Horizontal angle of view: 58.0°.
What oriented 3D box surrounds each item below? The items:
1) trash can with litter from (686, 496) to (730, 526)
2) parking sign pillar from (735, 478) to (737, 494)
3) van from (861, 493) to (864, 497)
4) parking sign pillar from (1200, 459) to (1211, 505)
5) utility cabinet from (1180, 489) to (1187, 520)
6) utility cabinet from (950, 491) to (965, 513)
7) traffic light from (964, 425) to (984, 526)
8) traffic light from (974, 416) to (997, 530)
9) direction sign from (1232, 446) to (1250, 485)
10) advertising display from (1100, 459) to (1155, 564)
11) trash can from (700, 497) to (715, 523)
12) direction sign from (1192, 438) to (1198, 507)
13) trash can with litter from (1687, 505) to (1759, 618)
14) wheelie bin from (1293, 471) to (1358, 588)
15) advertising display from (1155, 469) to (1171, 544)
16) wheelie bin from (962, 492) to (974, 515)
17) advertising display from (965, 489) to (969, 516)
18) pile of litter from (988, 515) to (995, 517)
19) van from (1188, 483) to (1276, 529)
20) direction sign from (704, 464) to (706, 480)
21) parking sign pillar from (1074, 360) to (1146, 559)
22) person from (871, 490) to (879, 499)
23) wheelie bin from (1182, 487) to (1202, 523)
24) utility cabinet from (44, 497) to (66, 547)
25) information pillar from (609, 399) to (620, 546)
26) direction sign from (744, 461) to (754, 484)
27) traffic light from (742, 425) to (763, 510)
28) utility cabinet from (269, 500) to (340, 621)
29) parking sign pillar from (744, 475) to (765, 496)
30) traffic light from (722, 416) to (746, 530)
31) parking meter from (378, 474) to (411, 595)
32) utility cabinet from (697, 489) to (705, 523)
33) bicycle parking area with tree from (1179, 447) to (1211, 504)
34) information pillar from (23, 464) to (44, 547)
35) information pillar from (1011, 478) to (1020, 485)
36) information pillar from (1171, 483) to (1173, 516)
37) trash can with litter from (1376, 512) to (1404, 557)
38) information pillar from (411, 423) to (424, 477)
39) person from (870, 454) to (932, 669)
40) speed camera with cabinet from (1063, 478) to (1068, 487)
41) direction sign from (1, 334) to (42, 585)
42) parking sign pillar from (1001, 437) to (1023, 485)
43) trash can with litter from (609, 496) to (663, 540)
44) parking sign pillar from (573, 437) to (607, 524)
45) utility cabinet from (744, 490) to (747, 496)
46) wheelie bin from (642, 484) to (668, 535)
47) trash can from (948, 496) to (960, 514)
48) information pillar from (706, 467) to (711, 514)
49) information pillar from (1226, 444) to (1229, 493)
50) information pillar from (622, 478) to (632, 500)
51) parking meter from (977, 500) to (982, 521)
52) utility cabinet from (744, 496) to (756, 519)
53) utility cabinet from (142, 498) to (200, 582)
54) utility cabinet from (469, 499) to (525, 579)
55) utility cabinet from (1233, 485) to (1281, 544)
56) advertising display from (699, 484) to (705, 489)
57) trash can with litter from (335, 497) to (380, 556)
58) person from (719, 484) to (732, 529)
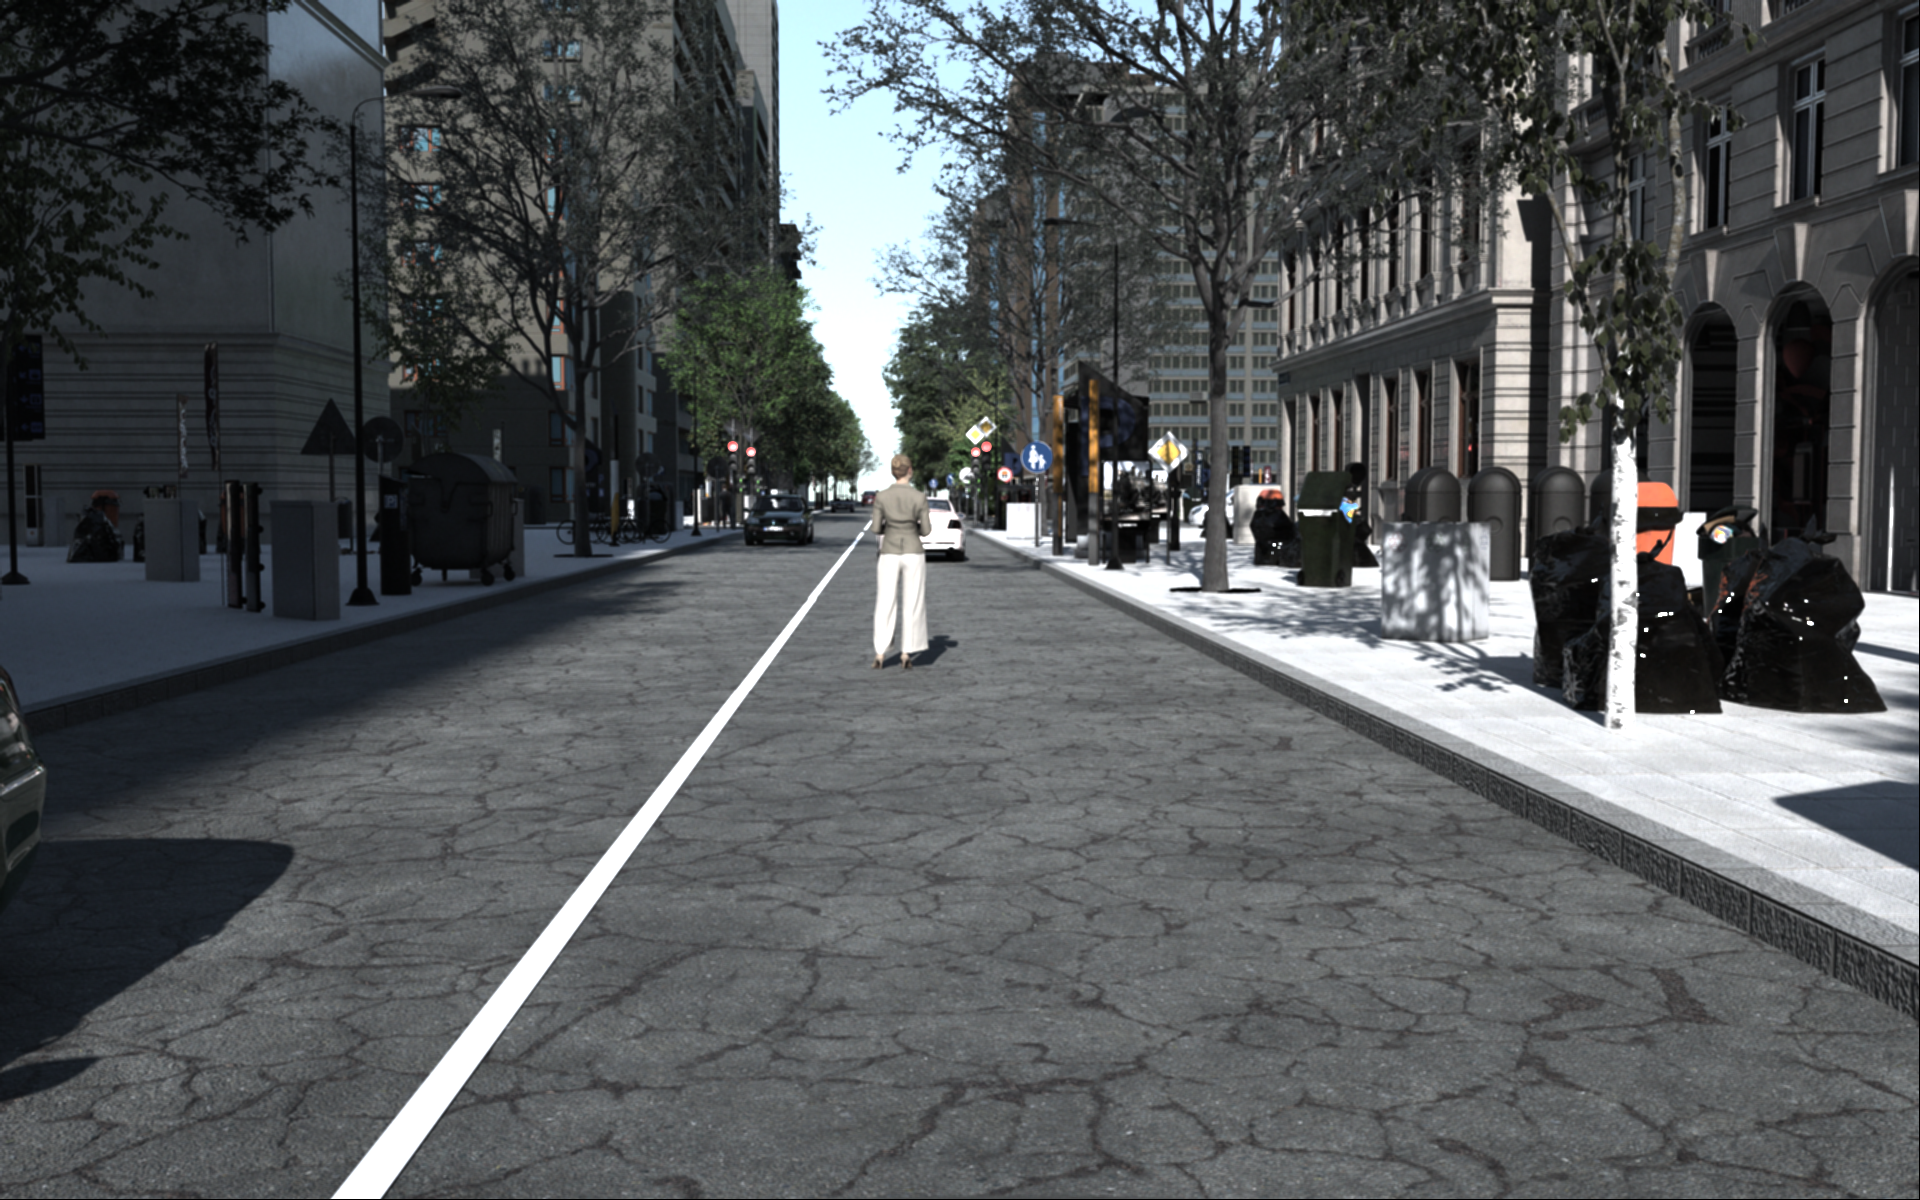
[{"bbox_3d":[-10.439,-3.788,72.985,2.233,1.210,1.678,0,4,-1],"label":"trash can with litter"},{"bbox_3d":[-18.212,-9.496,143.724,1.447,3.967,1.447,1,4,19],"label":"parking sign pillar"},{"bbox_3d":[-11.564,-13.015,219.812,2.013,2.044,4.112,0,4,-2],"label":"van"},{"bbox_3d":[18.943,-8.810,132.511,1.447,3.967,1.447,-2,4,-32],"label":"parking sign pillar"},{"bbox_3d":[10.971,-4.564,83.296,0.318,1.500,1.173,2,4,32],"label":"utility cabinet"},{"bbox_3d":[-0.088,-6.622,116.956,1.173,1.500,0.318,1,4,15],"label":"utility cabinet"},{"bbox_3d":[0.607,-4.981,70.355,0.839,4.253,0.868,0,4,-2],"label":"traffic light"},{"bbox_3d":[0.920,-4.493,62.376,0.839,4.253,0.868,0,4,-2],"label":"traffic light"},{"bbox_3d":[13.200,-5.470,81.438,0.876,3.537,0.379,2,4,24],"label":"direction sign"},{"bbox_3d":[3.058,-1.631,31.887,0.974,1.923,0.123,-1,4,-14],"label":"advertising display"},{"bbox_3d":[-10.811,-3.840,74.440,0.748,1.137,0.748,0,3,0],"label":"trash can"},{"bbox_3d":[9.593,-4.816,70.736,0.379,3.537,0.876,1,4,20],"label":"direction sign"},{"bbox_3d":[7.776,-0.404,17.999,0.624,1.170,1.055,-1,4,-15],"label":"trash can with litter"},{"bbox_3d":[5.069,-0.984,23.995,0.980,1.594,0.693,3,4,38],"label":"wheelie bin"},{"bbox_3d":[4.980,-2.428,44.905,0.974,1.923,0.123,0,4,-1],"label":"advertising display"},{"bbox_3d":[0.560,-6.061,107.006,0.693,1.594,0.980,2,4,25],"label":"wheelie bin"},{"bbox_3d":[0.390,-6.000,103.306,0.123,1.923,0.974,0,4,-7],"label":"advertising display"},{"bbox_3d":[1.813,-5.172,98.522,1.176,0.858,1.719,-2,4,-24],"label":"pile of litter"},{"bbox_3d":[10.829,-3.636,66.456,4.112,2.044,2.013,0,4,-1],"label":"van"},{"bbox_3d":[-16.071,-7.210,109.885,0.379,3.537,0.876,-2,4,-27],"label":"direction sign"},{"bbox_3d":[2.999,-2.818,34.543,1.447,3.967,1.447,0,4,7],"label":"parking sign pillar"},{"bbox_3d":[-8.493,-10.373,177.726,1.348,1.869,0.705,-3,4,-36],"label":"person"},{"bbox_3d":[10.377,-4.276,77.828,0.980,1.594,0.693,-3,4,-36],"label":"wheelie bin"},{"bbox_3d":[-22.094,-1.904,42.290,0.306,1.237,1.020,-1,4,-18],"label":"utility cabinet"},{"bbox_3d":[-8.476,-3.126,42.470,0.183,3.616,0.504,-2,4,-25],"label":"information pillar"},{"bbox_3d":[-12.071,-6.562,99.291,0.876,3.537,0.379,0,4,-4],"label":"direction sign"},{"bbox_3d":[-8.397,-4.958,69.988,0.839,4.253,0.868,0,4,-2],"label":"traffic light"},{"bbox_3d":[-6.785,-0.415,17.952,0.306,1.237,1.020,-3,5,-44],"label":"utility cabinet"},{"bbox_3d":[-16.218,-9.228,139.342,1.447,3.967,1.447,-3,5,-41],"label":"parking sign pillar"},{"bbox_3d":[-8.084,-4.470,62.009,0.839,4.253,0.868,0,4,-2],"label":"traffic light"},{"bbox_3d":[-7.199,-0.835,22.071,0.372,1.533,0.369,0,3,0],"label":"parking meter"},{"bbox_3d":[-11.420,-4.102,75.752,0.318,1.500,1.173,0,4,1],"label":"utility cabinet"},{"bbox_3d":[12.578,-7.324,106.749,8.231,4.147,9.016,2,4,25],"label":"bicycle parking area with tree"},{"bbox_3d":[-22.549,-2.304,42.162,0.304,2.012,0.304,0,4,-6],"label":"information pillar"},{"bbox_3d":[2.484,-4.493,77.952,0.304,2.012,0.304,2,4,27],"label":"information pillar"},{"bbox_3d":[10.296,-4.944,85.323,0.304,2.012,0.304,-1,4,-16],"label":"information pillar"},{"bbox_3d":[9.022,-1.460,35.255,1.055,1.170,0.624,2,4,25],"label":"trash can with litter"},{"bbox_3d":[-17.838,-4.013,56.973,0.504,3.616,0.183,2,4,29],"label":"information pillar"},{"bbox_3d":[-0.473,-0.316,14.222,0.519,1.759,0.362,0,4,6],"label":"person"},{"bbox_3d":[5.410,-6.360,98.313,2.038,3.252,0.660,-3,5,-43],"label":"speed camera with cabinet"},{"bbox_3d":[-13.443,-1.990,24.533,0.876,3.537,0.379,-2,4,-30],"label":"direction sign"},{"bbox_3d":[2.461,-5.713,81.877,1.447,3.967,1.447,3,4,36],"label":"parking sign pillar"},{"bbox_3d":[-9.221,-2.322,49.017,1.678,1.210,2.233,1,4,17],"label":"trash can with litter"},{"bbox_3d":[-15.971,-5.266,74.566,1.447,3.967,1.447,2,4,26],"label":"parking sign pillar"},{"bbox_3d":[-12.349,-5.742,102.562,1.173,1.500,0.318,0,4,-6],"label":"utility cabinet"},{"bbox_3d":[-9.584,-2.843,54.395,0.693,1.594,0.980,-2,4,-34],"label":"wheelie bin"},{"bbox_3d":[-0.398,-5.939,108.753,0.748,1.137,0.748,0,3,0],"label":"trash can"},{"bbox_3d":[-13.981,-6.419,96.301,0.183,3.616,0.504,1,4,15],"label":"information pillar"},{"bbox_3d":[10.646,-4.804,69.892,0.504,3.616,0.183,-3,4,-36],"label":"information pillar"},{"bbox_3d":[-15.486,-4.655,80.600,0.304,2.012,0.304,1,4,20],"label":"information pillar"},{"bbox_3d":[0.889,-4.501,82.009,0.372,1.533,0.369,0,3,0],"label":"parking meter"},{"bbox_3d":[-8.901,-3.796,73.220,0.306,1.237,1.020,1,4,12],"label":"utility cabinet"},{"bbox_3d":[-11.660,-0.885,25.625,1.020,1.237,0.306,2,4,35],"label":"utility cabinet"},{"bbox_3d":[-7.123,-0.947,26.648,0.306,1.237,1.020,1,4,23],"label":"utility cabinet"},{"bbox_3d":[7.513,-2.152,43.856,1.173,1.500,0.318,-1,4,-17],"label":"utility cabinet"},{"bbox_3d":[-17.010,-6.667,114.226,0.123,1.923,0.974,-1,4,-23],"label":"advertising display"},{"bbox_3d":[-12.863,-1.594,37.126,1.678,1.210,2.233,2,4,29],"label":"trash can with litter"},{"bbox_3d":[-8.934,-3.522,66.052,0.622,1.834,0.822,-1,4,-17],"label":"person"}]
